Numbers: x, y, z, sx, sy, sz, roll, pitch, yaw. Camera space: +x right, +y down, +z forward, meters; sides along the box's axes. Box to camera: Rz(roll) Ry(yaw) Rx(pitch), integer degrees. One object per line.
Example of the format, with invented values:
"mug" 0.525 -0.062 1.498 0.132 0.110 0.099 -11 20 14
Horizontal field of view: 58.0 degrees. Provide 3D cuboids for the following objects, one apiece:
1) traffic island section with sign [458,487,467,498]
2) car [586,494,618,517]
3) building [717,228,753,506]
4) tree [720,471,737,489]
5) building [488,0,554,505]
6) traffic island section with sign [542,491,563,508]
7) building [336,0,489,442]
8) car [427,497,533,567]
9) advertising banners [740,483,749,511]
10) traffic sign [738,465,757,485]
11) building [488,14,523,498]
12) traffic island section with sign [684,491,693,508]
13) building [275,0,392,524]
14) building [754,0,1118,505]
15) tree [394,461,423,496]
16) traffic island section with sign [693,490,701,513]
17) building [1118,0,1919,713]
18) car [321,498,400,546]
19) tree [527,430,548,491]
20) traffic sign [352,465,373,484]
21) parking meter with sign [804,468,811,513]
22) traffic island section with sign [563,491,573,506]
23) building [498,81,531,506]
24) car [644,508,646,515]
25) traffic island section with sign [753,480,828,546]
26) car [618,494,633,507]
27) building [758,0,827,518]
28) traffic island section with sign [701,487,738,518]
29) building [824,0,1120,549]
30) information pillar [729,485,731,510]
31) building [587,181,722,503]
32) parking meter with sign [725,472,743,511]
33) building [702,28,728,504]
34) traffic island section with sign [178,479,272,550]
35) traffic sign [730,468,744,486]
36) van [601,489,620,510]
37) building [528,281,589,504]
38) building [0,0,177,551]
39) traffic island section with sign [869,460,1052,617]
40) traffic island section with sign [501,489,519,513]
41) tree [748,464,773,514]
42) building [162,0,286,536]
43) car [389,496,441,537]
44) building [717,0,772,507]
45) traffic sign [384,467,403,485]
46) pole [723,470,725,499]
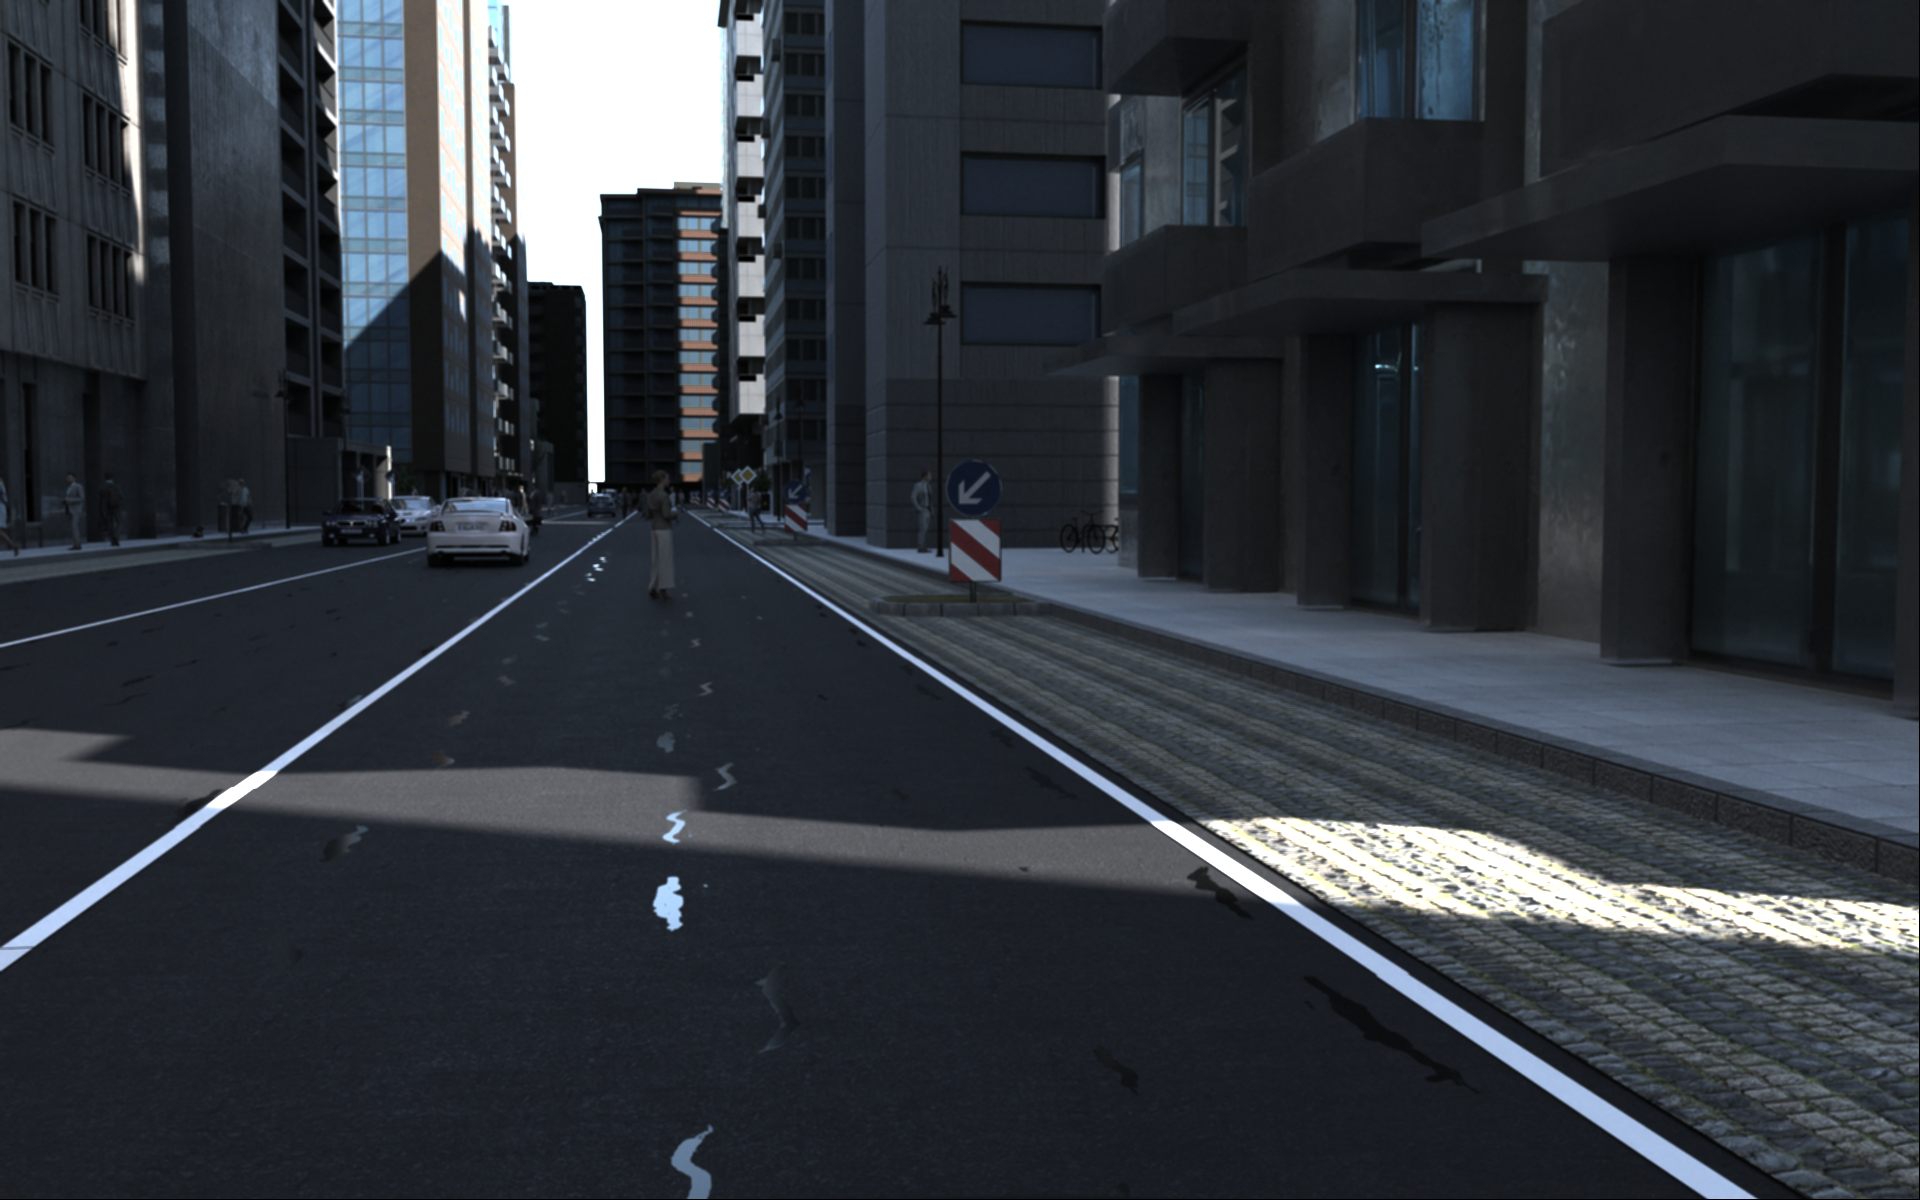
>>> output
"traffic island section with sign" -28.608 -5.582 99.892 1.989 1.847 2.006 -1 4 -10
"car" -22.731 -5.984 109.838 2.014 1.417 4.499 -1 4 -11
"building" -19.614 -25.621 190.601 14.160 30.474 14.107 -1 4 -10
"tree" -19.407 -9.191 144.870 1.663 3.219 1.824 0 3 0
"building" -65.994 -54.775 208.242 31.000 86.520 22.319 -1 4 -10
"traffic island section with sign" -41.813 -10.272 176.576 1.989 1.847 2.006 -1 4 -10
"building" -44.899 -29.787 137.121 14.600 45.320 14.200 -1 4 -10
"car" -9.899 -1.430 35.736 2.083 1.381 4.827 -1 4 -12
"advertising banners" -16.079 -8.238 130.884 2.074 3.025 0.090 3 5 40
"traffic sign" -8.576 -4.158 70.177 0.795 2.593 0.064 -1 4 -10
"building" -53.987 -33.145 161.530 23.786 49.044 30.456 -1 4 -10
"traffic island section with sign" -27.200 -10.384 178.414 1.989 1.847 2.006 -1 4 -10
"building" -38.639 -39.321 81.158 20.563 71.187 20.611 -1 4 -10
"building" -3.564 -31.393 132.888 23.786 49.044 30.456 -1 4 -10
"tree" -31.870 -6.417 99.524 1.663 3.219 1.824 0 3 0
"traffic island section with sign" -18.850 -7.422 129.978 1.989 1.847 2.006 -1 4 -10
"building" 14.341 -24.371 18.070 23.786 49.044 30.456 -1 4 -10
"car" -16.887 -2.221 48.891 1.945 1.354 3.894 -1 4 -11
"tree" -49.070 -15.113 197.464 4.360 8.622 3.978 0 3 0
"traffic sign" -23.356 -4.004 67.659 0.795 2.593 0.064 -1 4 -10
"parking meter with sign" -9.836 -7.343 116.317 0.543 3.016 1.738 2 4 24
"traffic island section with sign" -46.396 -11.897 203.141 1.989 1.847 2.006 -1 4 -10
"building" -53.587 -32.674 184.326 14.600 45.320 14.200 -1 4 -10
"car" -20.017 -6.233 113.905 2.014 1.417 4.499 -1 4 -9
"traffic island section with sign" -4.727 -2.410 48.036 1.989 1.847 2.006 -1 4 -10
"car" -37.401 -11.090 193.111 2.131 1.459 4.920 -1 4 -11
"building" 1.541 -24.589 93.915 23.993 40.220 32.217 -1 4 -10
"traffic island section with sign" -14.247 -5.790 103.291 1.989 1.847 2.006 -1 4 -10
"building" 6.245 -31.327 54.202 21.231 58.520 28.212 -1 4 -10
"information pillar" -18.618 -8.312 140.401 0.304 2.012 0.304 1 4 8
"building" -37.794 -36.118 245.150 28.867 44.769 22.147 -1 4 -10
"parking meter with sign" -17.517 -8.476 134.842 0.543 3.016 1.738 -3 5 -44
"building" -20.238 -54.989 211.737 22.319 86.520 31.000 -1 4 -10
"traffic island section with sign" -19.194 -2.247 45.363 1.989 1.847 2.006 -1 4 -10
"traffic sign" -9.932 -4.640 78.046 0.795 2.593 0.064 -1 4 -10
"van" -32.084 -9.255 158.323 2.013 2.044 4.112 -1 4 -10
"building" -58.375 -28.511 237.853 14.107 30.474 14.160 -1 4 -10
"building" -27.504 -13.573 39.945 12.078 24.808 19.932 -1 4 -10
"traffic island section with sign" -0.068 -0.758 21.025 1.989 1.847 2.006 -1 4 -10
"traffic island section with sign" -33.271 -7.238 126.971 1.989 1.847 2.006 -1 4 -10
"tree" -12.675 -7.109 110.832 1.663 3.219 1.824 0 3 0
"building" -39.367 -14.567 57.240 30.058 24.678 14.314 -1 4 -10
"car" -18.931 -2.892 59.646 2.083 1.381 4.827 -1 4 -9
"building" -8.777 -35.532 170.193 28.713 52.752 27.495 -1 4 -10
"traffic sign" -24.713 -4.486 75.529 0.795 2.593 0.064 -1 4 -10
"pole" -20.139 -9.416 147.799 0.158 3.312 0.155 0 3 0
